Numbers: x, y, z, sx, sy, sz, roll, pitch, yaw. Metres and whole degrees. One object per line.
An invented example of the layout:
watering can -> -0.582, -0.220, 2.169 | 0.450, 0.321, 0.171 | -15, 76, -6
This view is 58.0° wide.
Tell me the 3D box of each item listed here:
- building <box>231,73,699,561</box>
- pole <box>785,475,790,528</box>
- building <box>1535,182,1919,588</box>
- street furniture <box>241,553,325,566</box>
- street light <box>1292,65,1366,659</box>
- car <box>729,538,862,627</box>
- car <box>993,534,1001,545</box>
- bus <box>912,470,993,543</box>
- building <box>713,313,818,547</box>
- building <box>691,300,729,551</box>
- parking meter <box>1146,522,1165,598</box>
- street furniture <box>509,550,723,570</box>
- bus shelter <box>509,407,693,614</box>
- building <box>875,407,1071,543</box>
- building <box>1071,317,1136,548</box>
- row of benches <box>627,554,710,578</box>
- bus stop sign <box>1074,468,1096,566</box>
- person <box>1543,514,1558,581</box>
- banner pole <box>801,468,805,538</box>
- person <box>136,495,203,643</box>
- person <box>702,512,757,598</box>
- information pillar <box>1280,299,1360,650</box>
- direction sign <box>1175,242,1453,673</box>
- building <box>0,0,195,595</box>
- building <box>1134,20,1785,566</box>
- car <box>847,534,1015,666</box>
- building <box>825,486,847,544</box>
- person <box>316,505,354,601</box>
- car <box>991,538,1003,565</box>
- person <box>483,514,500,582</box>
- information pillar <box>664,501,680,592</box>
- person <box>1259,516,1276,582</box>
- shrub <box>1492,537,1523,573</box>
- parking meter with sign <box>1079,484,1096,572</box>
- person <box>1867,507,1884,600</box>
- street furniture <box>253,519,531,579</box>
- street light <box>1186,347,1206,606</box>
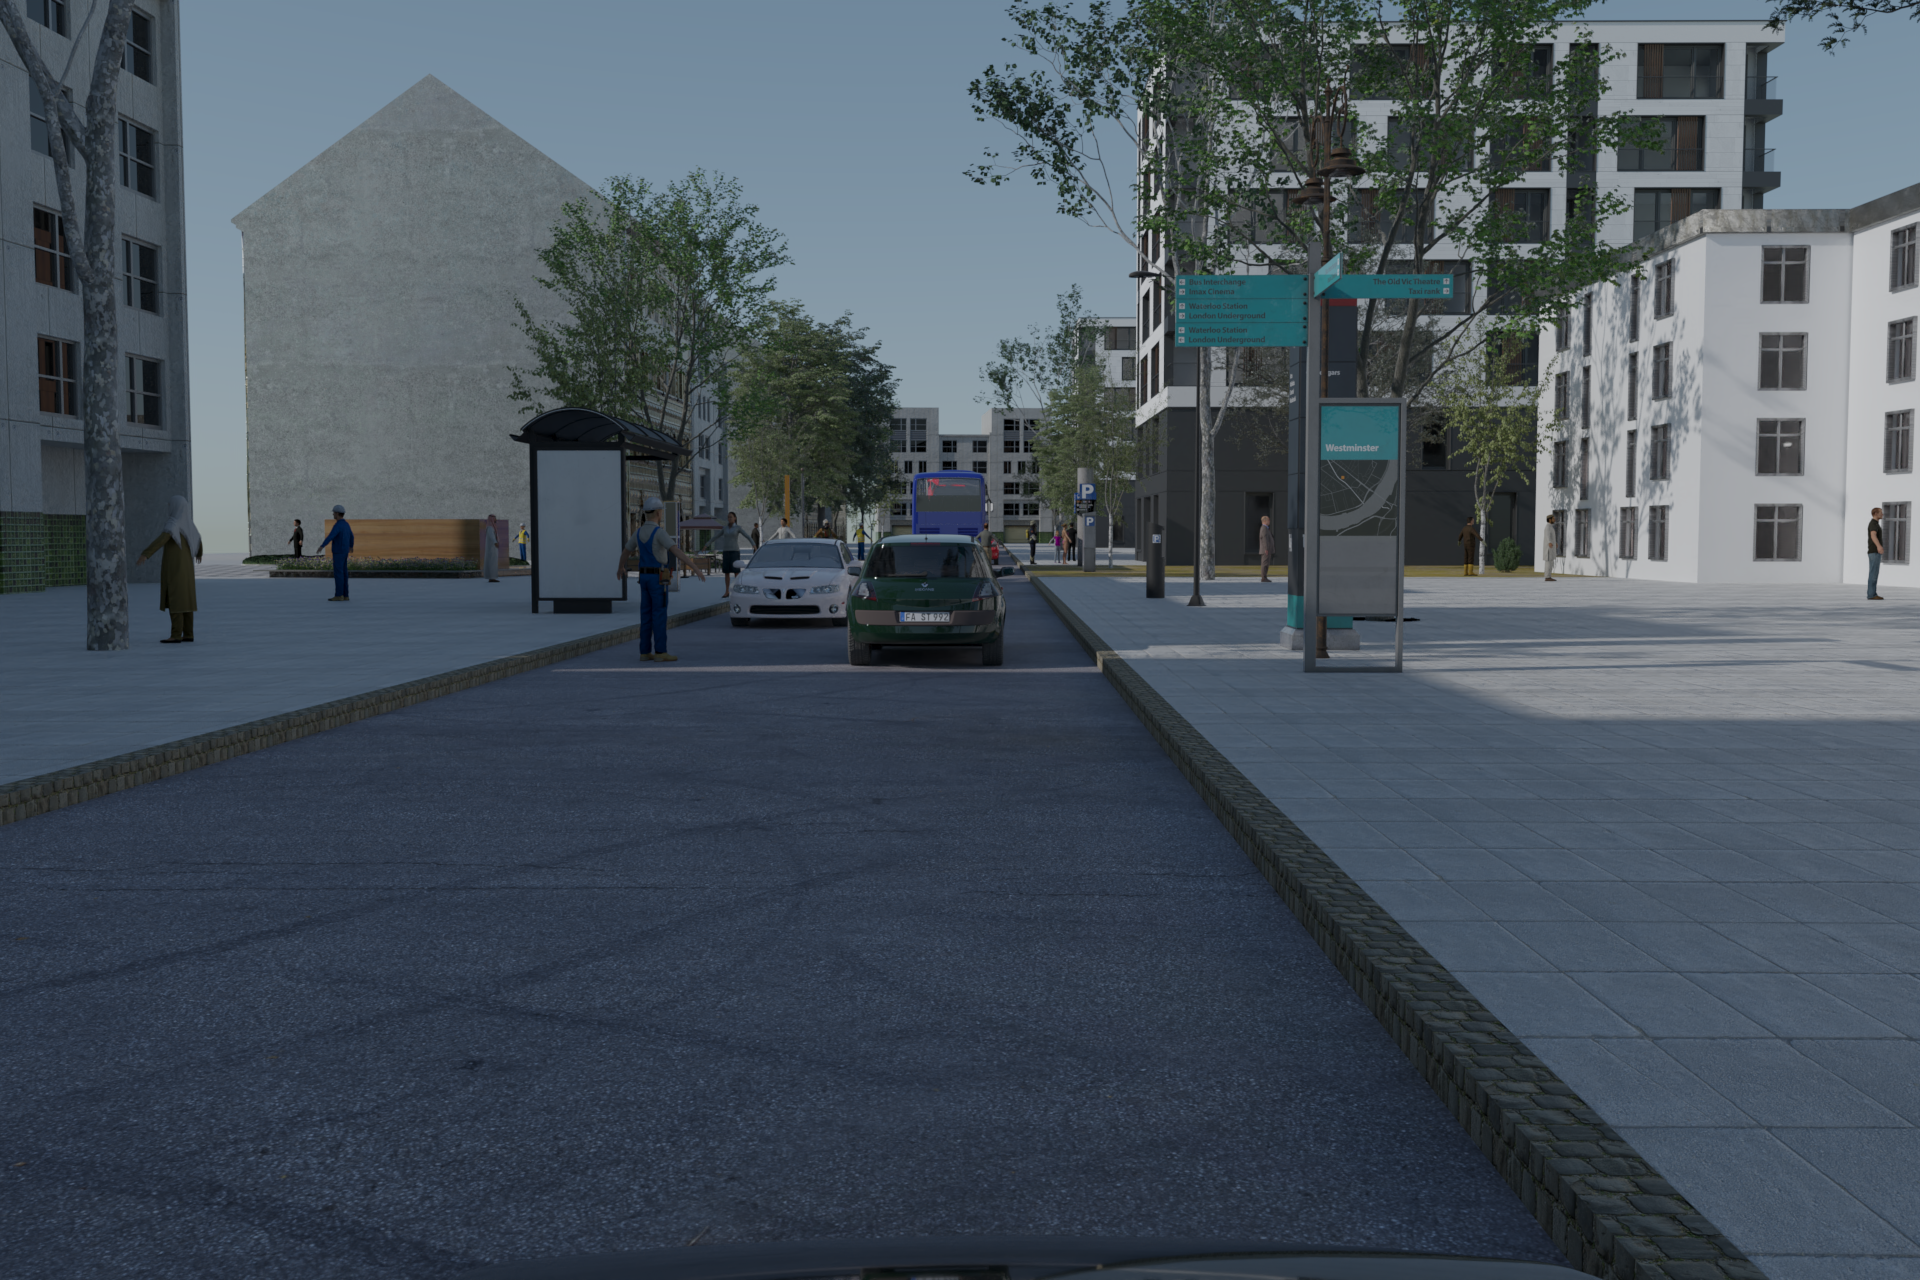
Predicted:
building -> -25.085, -15.985, 92.280 | 19.493, 23.208, 18.063 | 0, 4, 1
pole -> -5.980, -4.051, 60.083 | 0.158, 3.312, 0.155 | 0, 3, 0
building -> 23.730, -6.289, 44.972 | 9.099, 9.664, 28.070 | 0, 4, 1
street furniture -> -24.617, -3.322, 69.933 | 5.734, 0.657, 10.072 | -3, 5, -42
street light -> 3.736, -2.749, 17.735 | 0.468, 5.910, 1.993 | 0, 4, 1
car -> -2.593, -0.978, 28.354 | 2.083, 1.381, 4.827 | 0, 4, 1
car -> 1.973, -7.113, 128.098 | 2.131, 1.459, 4.920 | 0, 4, 1
bus -> -0.226, -4.529, 65.602 | 2.896, 3.916, 12.251 | 0, 4, 2
building -> -23.980, -21.016, 174.543 | 19.493, 23.208, 18.063 | 0, 4, 2
building -> -27.575, -15.841, 125.458 | 16.747, 18.905, 31.486 | 0, 4, 1
parking meter -> 3.917, -1.606, 34.675 | 0.372, 1.533, 0.369 | 0, 3, 0
street furniture -> -13.343, -3.019, 64.989 | 10.072, 0.657, 5.734 | 1, 4, 8
bus shelter -> -6.130, -2.228, 30.350 | 2.014, 3.302, 5.546 | 0, 4, 1
building -> 3.780, -23.232, 248.755 | 31.486, 18.905, 16.747 | 0, 4, -4
building -> 25.376, -20.513, 179.365 | 27.936, 21.610, 32.646 | 0, 4, 1
row of benches -> -8.846, -2.254, 52.310 | 1.422, 0.672, 4.104 | 1, 4, 22
bus stop sign -> 4.996, -4.895, 69.053 | 0.837, 3.901, 0.837 | 0, 4, 1
person -> 16.054, -2.506, 47.059 | 0.704, 1.819, 1.344 | 2, 4, 25
banner pole -> -5.959, -4.640, 65.882 | 0.401, 3.779, 0.863 | 0, 4, 1
person -> -9.305, -0.837, 20.455 | 0.721, 1.736, 1.217 | 0, 4, 8
person -> -4.613, -1.707, 34.740 | 1.217, 1.735, 0.721 | 1, 4, 19
information pillar -> 4.040, -1.834, 19.360 | 0.750, 3.857, 0.750 | 0, 4, 1
direction sign -> 3.232, -1.630, 15.415 | 2.525, 3.948, 1.411 | 0, 4, 1
building -> -28.748, -9.972, 29.498 | 16.747, 18.905, 31.486 | 0, 4, 1
building -> 22.439, -14.780, 85.630 | 27.936, 21.610, 32.646 | 0, 4, 1
car -> -0.352, -0.640, 20.253 | 2.009, 1.686, 4.222 | 0, 4, 1
building -> -24.704, -23.946, 222.451 | 19.493, 23.208, 18.063 | 0, 4, 2
person -> -11.932, -1.675, 33.262 | 0.705, 1.842, 1.347 | 0, 4, 7
car -> 0.933, -4.437, 81.582 | 2.155, 1.783, 4.494 | 0, 4, 1
person -> -12.422, -2.443, 46.089 | 0.704, 1.811, 1.347 | -1, 4, -18
information pillar -> -6.394, -2.078, 38.471 | 0.304, 2.012, 0.304 | 0, 4, 2
person -> 8.222, -2.430, 46.321 | 0.434, 1.755, 0.990 | 1, 4, 14
shrub -> 18.192, -2.841, 57.566 | 1.383, 1.207, 1.383 | 0, 3, 0
parking meter with sign -> 4.380, -3.837, 58.996 | 0.543, 3.016, 1.738 | 0, 4, 1
person -> 17.888, -1.687, 33.799 | 0.705, 1.803, 1.348 | 2, 4, 27
street furniture -> -17.837, -2.837, 53.243 | 9.812, 1.723, 11.010 | 1, 4, 12
street light -> 4.756, -3.555, 30.670 | 1.470, 5.913, 1.316 | 0, 4, 1
